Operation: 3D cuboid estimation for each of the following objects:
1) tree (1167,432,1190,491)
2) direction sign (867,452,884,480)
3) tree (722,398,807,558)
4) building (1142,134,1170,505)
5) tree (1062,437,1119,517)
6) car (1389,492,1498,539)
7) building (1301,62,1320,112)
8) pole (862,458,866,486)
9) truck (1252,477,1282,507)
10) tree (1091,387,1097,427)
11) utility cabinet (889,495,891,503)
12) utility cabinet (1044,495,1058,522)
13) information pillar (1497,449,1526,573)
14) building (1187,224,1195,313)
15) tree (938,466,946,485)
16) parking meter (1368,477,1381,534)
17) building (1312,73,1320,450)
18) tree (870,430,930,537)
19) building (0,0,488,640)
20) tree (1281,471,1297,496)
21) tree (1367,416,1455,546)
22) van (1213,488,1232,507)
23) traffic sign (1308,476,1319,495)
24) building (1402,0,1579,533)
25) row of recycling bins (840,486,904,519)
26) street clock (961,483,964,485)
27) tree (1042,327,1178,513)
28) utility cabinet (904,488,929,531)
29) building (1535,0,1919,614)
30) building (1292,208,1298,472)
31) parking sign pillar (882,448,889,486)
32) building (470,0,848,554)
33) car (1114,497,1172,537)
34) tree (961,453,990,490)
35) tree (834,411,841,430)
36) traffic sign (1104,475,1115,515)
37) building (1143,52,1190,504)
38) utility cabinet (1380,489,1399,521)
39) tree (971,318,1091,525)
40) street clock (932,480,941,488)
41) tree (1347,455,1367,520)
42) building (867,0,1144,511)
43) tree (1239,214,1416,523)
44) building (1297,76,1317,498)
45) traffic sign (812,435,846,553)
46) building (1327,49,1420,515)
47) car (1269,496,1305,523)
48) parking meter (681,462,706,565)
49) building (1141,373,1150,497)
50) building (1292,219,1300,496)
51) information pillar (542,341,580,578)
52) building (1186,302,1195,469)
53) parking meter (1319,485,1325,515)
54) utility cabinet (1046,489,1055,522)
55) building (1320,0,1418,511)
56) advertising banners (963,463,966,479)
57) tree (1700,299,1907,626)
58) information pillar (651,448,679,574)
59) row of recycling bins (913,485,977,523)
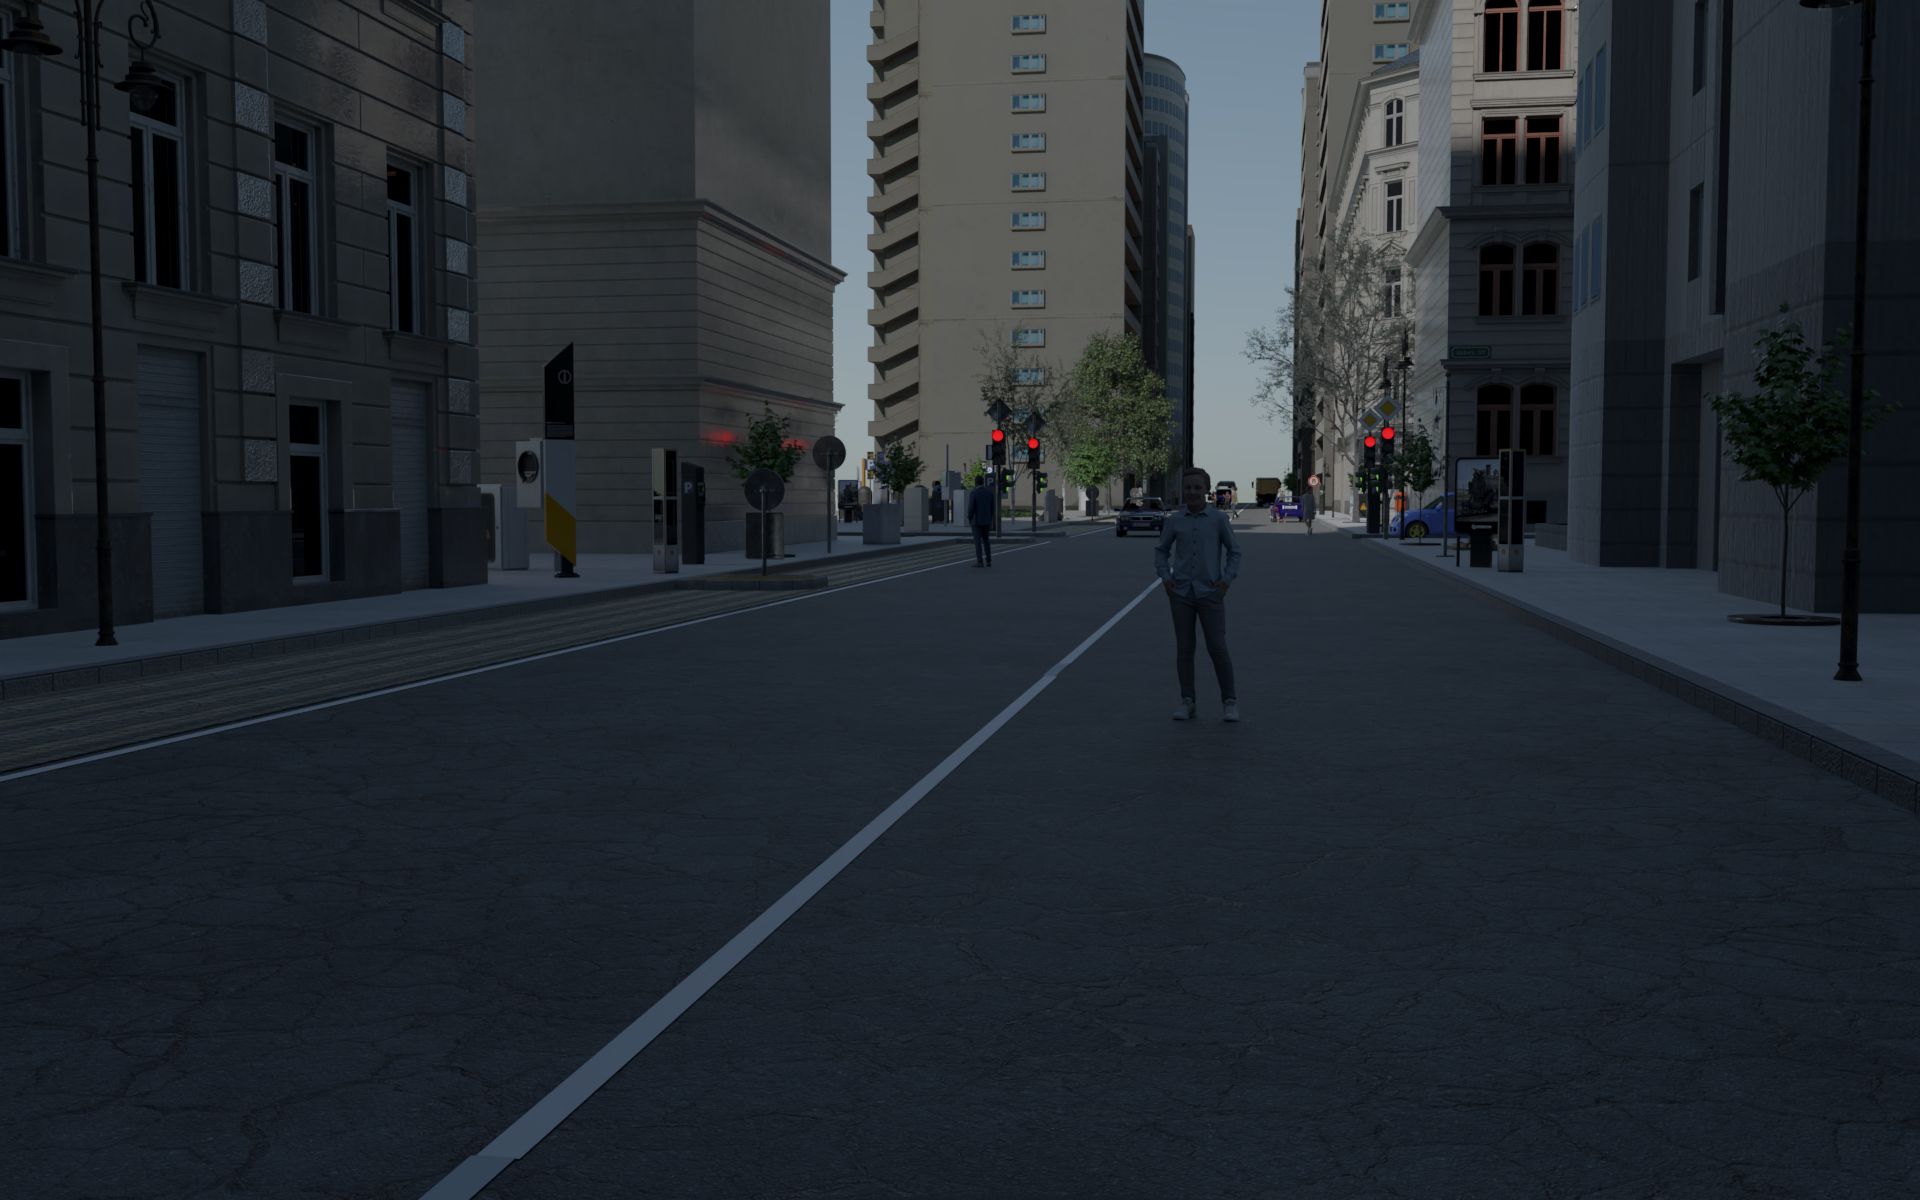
[{"bbox_3d":[24.892,-15.470,203.293,4.737,8.622,4.395,0,3,0],"label":"tree"},{"bbox_3d":[-4.506,-6.137,92.339,0.876,3.537,0.379,0,4,-8],"label":"direction sign"},{"bbox_3d":[-4.008,-2.483,35.204,1.663,3.219,1.824,0,3,0],"label":"tree"},{"bbox_3d":[15.828,-31.152,192.937,14.154,41.232,14.086,1,4,10],"label":"building"},{"bbox_3d":[7.400,-7.044,98.881,4.285,4.588,4.351,0,3,0],"label":"tree"},{"bbox_3d":[14.967,-2.637,52.709,3.694,1.707,1.945,1,4,9],"label":"car"},{"bbox_3d":[57.037,-42.453,236.112,21.231,58.520,28.212,1,4,10],"label":"building"},{"bbox_3d":[-5.457,-6.389,98.297,0.158,3.312,0.155,0,3,0],"label":"pole"},{"bbox_3d":[35.446,-12.462,199.674,3.469,3.379,9.791,1,4,8],"label":"truck"},{"bbox_3d":[5.298,-8.576,90.574,4.360,8.622,3.978,0,3,0],"label":"tree"},{"bbox_3d":[-5.187,-6.439,116.433,1.020,1.237,0.306,-1,4,-9],"label":"utility cabinet"},{"bbox_3d":[4.193,-4.198,79.798,0.306,1.237,1.020,-1,4,-19],"label":"utility cabinet"},{"bbox_3d":[9.040,-1.462,28.395,0.304,2.012,0.304,-1,4,-22],"label":"information pillar"},{"bbox_3d":[30.573,-38.508,279.723,14.600,45.320,14.200,1,4,10],"label":"building"},{"bbox_3d":[-1.077,-7.715,120.737,1.663,3.219,1.824,0,3,0],"label":"tree"},{"bbox_3d":[13.395,-3.077,56.023,0.399,1.863,0.255,1,4,14],"label":"parking meter"},{"bbox_3d":[45.249,-31.231,165.253,22.147,44.769,28.867,1,4,10],"label":"building"},{"bbox_3d":[-1.973,-3.527,52.261,1.663,3.219,1.824,0,3,0],"label":"tree"},{"bbox_3d":[-14.377,-13.195,12.998,12.463,27.353,25.104,1,4,10],"label":"building"},{"bbox_3d":[42.162,-14.392,219.024,4.285,4.588,4.351,0,3,0],"label":"tree"},{"bbox_3d":[11.427,-2.988,43.460,1.663,3.219,1.824,0,3,0],"label":"tree"},{"bbox_3d":[28.855,-11.293,189.030,2.240,2.365,5.245,1,4,12],"label":"van"},{"bbox_3d":[24.271,-7.262,118.842,0.768,2.556,0.104,1,4,19],"label":"traffic sign"},{"bbox_3d":[28.208,-16.771,61.589,23.554,28.519,14.401,1,4,10],"label":"building"},{"bbox_3d":[-4.390,-4.982,88.572,3.534,1.692,1.069,0,4,1],"label":"row of recycling bins"},{"bbox_3d":[0.118,-7.452,126.413,0.358,2.002,0.471,-2,4,-33],"label":"street clock"},{"bbox_3d":[10.231,-12.331,118.614,9.611,12.733,9.660,0,3,0],"label":"tree"},{"bbox_3d":[-1.492,-3.110,59.533,0.318,1.500,1.173,-2,4,-33],"label":"utility cabinet"},{"bbox_3d":[21.930,-29.778,28.872,21.231,58.520,28.212,1,4,10],"label":"building"},{"bbox_3d":[63.917,-39.818,274.725,21.300,48.544,21.600,1,4,10],"label":"building"},{"bbox_3d":[-4.409,-6.950,102.106,1.447,3.967,1.447,0,4,-3],"label":"parking sign pillar"},{"bbox_3d":[-20.998,-13.851,45.545,34.723,24.649,14.460,1,4,10],"label":"building"},{"bbox_3d":[6.241,-2.837,58.972,1.945,1.354,3.894,0,4,8],"label":"car"},{"bbox_3d":[0.756,-5.327,81.699,1.663,3.219,1.824,0,3,0],"label":"tree"},{"bbox_3d":[-9.129,-9.093,99.028,4.360,8.622,3.978,0,3,0],"label":"tree"},{"bbox_3d":[9.223,-6.554,107.261,0.768,2.556,0.104,1,4,16],"label":"traffic sign"},{"bbox_3d":[19.183,-42.147,231.100,21.231,58.520,28.212,1,4,10],"label":"building"},{"bbox_3d":[20.308,-4.509,82.404,0.318,1.500,1.173,-3,4,-37],"label":"utility cabinet"},{"bbox_3d":[2.389,-7.443,72.059,4.360,8.622,3.978,0,3,0],"label":"tree"},{"bbox_3d":[-1.252,-5.348,92.003,0.358,2.002,0.471,3,5,43],"label":"street clock"},{"bbox_3d":[19.975,-5.577,85.787,1.663,3.219,1.824,0,3,0],"label":"tree"},{"bbox_3d":[3.954,-31.901,145.288,21.300,48.544,21.600,1,4,10],"label":"building"},{"bbox_3d":[17.541,-10.188,76.939,12.009,13.543,11.850,0,3,0],"label":"tree"},{"bbox_3d":[48.641,-34.732,191.565,21.300,48.544,21.600,1,4,10],"label":"building"},{"bbox_3d":[-2.848,-2.294,37.619,0.768,2.556,0.104,1,4,14],"label":"traffic sign"},{"bbox_3d":[32.091,-20.206,106.781,17.030,29.872,44.131,1,4,10],"label":"building"},{"bbox_3d":[16.783,-4.646,88.544,1.945,1.354,3.894,1,4,8],"label":"car"},{"bbox_3d":[-4.859,-1.581,31.563,0.399,1.863,0.255,2,4,28],"label":"parking meter"},{"bbox_3d":[8.020,-52.440,170.068,22.319,86.520,31.000,1,4,10],"label":"building"},{"bbox_3d":[56.878,-35.137,258.090,14.154,41.232,14.086,1,4,10],"label":"building"},{"bbox_3d":[-6.108,-2.147,26.466,0.504,3.616,0.183,-2,4,-34],"label":"information pillar"},{"bbox_3d":[28.641,-30.243,266.172,14.160,30.474,14.107,1,4,10],"label":"building"},{"bbox_3d":[22.295,-6.173,106.633,0.255,1.863,0.399,2,4,31],"label":"parking meter"},{"bbox_3d":[4.055,-4.238,77.962,0.318,1.500,1.173,0,4,-3],"label":"utility cabinet"},{"bbox_3d":[40.237,-31.605,140.443,21.300,48.544,21.600,1,4,10],"label":"building"},{"bbox_3d":[0.470,-6.249,98.362,0.090,3.025,2.074,1,4,16],"label":"advertising banners"},{"bbox_3d":[8.197,-1.392,17.354,1.663,3.219,1.824,0,3,0],"label":"tree"},{"bbox_3d":[-4.761,-1.437,27.995,0.304,2.012,0.304,3,4,39],"label":"information pillar"},{"bbox_3d":[-0.477,-4.275,77.017,3.534,1.692,1.069,1,4,11],"label":"row of recycling bins"}]
